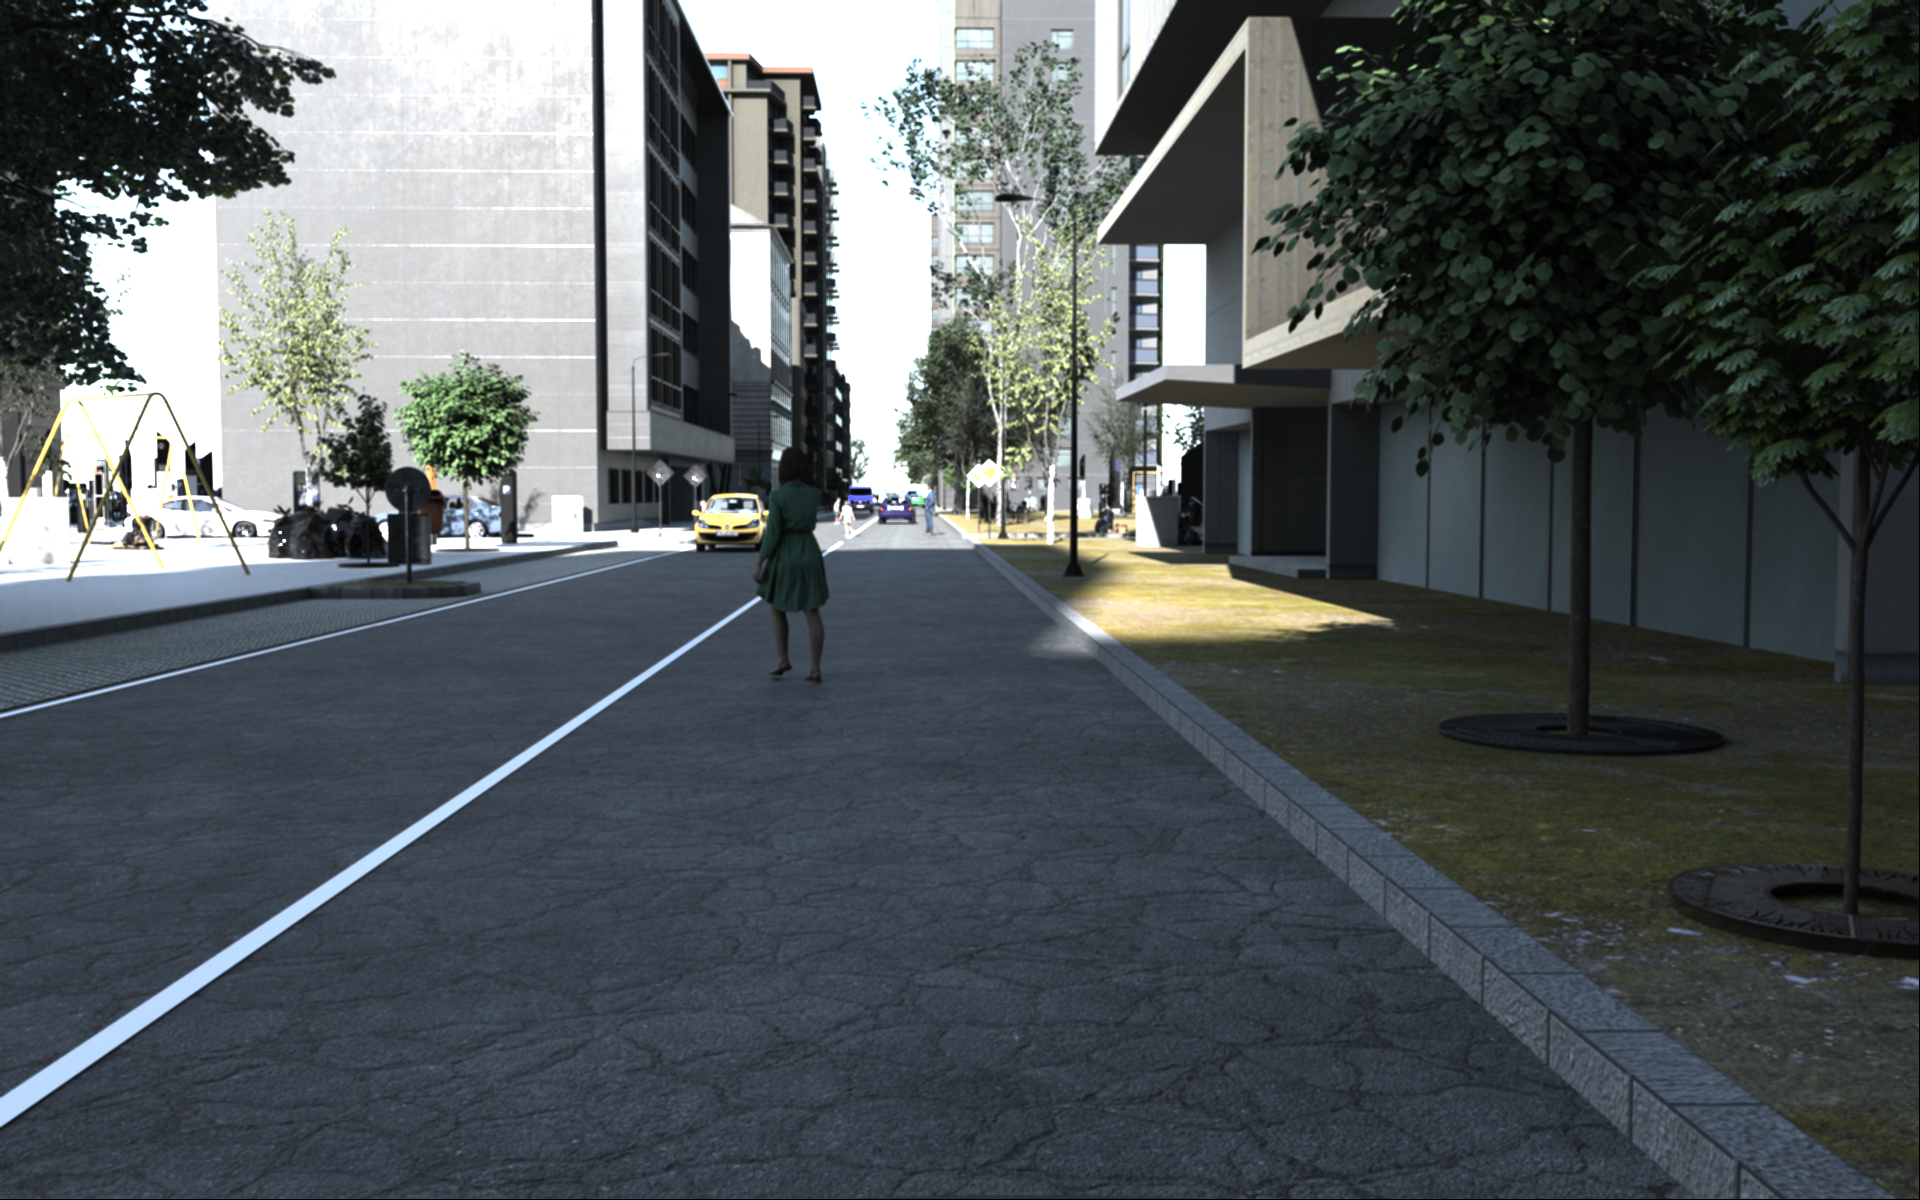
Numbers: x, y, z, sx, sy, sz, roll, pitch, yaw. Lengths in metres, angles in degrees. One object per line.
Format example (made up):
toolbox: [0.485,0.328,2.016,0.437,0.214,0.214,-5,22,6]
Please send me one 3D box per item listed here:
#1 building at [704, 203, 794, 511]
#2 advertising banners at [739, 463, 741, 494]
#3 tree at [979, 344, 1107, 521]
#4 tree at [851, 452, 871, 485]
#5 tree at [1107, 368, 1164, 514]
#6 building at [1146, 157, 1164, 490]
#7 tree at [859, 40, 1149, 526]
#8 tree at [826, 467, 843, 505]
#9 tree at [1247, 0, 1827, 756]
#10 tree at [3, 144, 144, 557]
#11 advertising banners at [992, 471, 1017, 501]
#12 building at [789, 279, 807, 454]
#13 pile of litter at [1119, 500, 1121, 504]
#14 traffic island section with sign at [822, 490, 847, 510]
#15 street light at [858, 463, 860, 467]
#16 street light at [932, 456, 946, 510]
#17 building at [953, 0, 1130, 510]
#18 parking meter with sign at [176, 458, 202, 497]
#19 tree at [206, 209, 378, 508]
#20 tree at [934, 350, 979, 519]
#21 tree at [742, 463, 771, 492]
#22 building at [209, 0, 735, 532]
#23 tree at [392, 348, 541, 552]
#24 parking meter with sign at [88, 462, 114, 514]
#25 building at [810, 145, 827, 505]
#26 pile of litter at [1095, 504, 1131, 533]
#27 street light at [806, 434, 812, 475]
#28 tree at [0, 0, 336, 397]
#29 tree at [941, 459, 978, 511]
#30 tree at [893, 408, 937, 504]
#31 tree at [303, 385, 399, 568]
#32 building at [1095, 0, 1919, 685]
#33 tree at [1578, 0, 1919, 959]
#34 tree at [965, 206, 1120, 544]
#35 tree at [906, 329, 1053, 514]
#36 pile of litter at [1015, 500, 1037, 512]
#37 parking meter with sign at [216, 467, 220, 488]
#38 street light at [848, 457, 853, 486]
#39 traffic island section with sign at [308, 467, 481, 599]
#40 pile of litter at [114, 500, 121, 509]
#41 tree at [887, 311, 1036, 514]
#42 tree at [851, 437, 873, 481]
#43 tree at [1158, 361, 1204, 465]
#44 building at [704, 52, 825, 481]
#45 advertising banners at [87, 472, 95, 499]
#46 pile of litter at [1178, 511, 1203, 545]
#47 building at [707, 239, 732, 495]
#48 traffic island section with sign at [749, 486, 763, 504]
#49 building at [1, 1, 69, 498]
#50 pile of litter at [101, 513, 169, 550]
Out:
building: [-17.021,-16.576,120.171,9.793,20.994,18.267,0,4,-2]
advertising banners: [-11.046,-5.544,86.826,0.090,3.025,2.074,0,4,-8]
tree: [3.975,-8.132,83.317,4.360,8.622,3.978,0,3,0]
tree: [-16.799,-20.160,279.978,4.737,8.622,4.395,0,3,0]
tree: [9.793,-9.272,101.959,4.360,8.622,3.978,0,3,0]
building: [8.733,-38.110,165.091,21.231,58.520,28.212,0,4,-2]
tree: [3.069,-13.132,70.599,12.611,20.169,13.585,0,3,0]
tree: [-15.573,-13.775,208.926,4.285,4.588,4.351,0,3,0]
tree: [3.230,-1.554,9.121,4.285,4.588,4.351,0,3,0]
tree: [-19.121,-5.171,34.914,4.360,8.622,3.978,0,3,0]
advertising banners: [3.382,-8.254,131.142,2.074,3.025,0.090,2,4,26]
building: [-27.695,-18.445,146.615,27.650,21.520,28.899,0,4,-2]
pile of litter: [11.868,-7.207,131.807,1.176,0.858,1.719,-2,4,-24]
traffic island section with sign: [-11.506,-9.086,157.188,1.989,1.847,2.006,0,4,-2]
street light: [-15.720,-17.697,261.886,1.470,5.913,1.316,0,4,-2]
street light: [-1.811,-10.287,140.733,1.470,5.913,1.316,0,4,-2]
building: [6.410,-28.151,143.859,14.154,41.232,14.086,0,4,-2]
parking meter with sign: [-36.880,-5.268,82.385,0.543,3.016,1.738,1,4,19]
tree: [-16.921,-5.765,44.613,4.737,8.622,4.395,0,3,0]
tree: [0.534,-8.485,89.085,4.360,8.622,3.978,0,3,0]
tree: [-13.039,-7.026,109.474,1.663,3.219,1.824,0,3,0]
building: [-18.069,-15.489,72.309,14.314,24.678,30.058,0,4,-2]
tree: [-11.142,-3.399,39.289,4.285,4.588,4.351,0,3,0]
parking meter with sign: [-46.737,-5.961,93.731,1.738,3.016,0.543,0,4,-7]
building: [-22.698,-31.419,197.292,14.154,41.232,14.086,0,4,-2]
pile of litter: [5.183,-2.696,58.047,1.719,0.858,1.176,-3,5,-43]
street light: [-12.288,-9.876,134.011,1.470,5.913,1.316,0,4,-2]
tree: [-10.219,-6.629,15.044,9.857,13.997,8.962,0,3,0]
tree: [0.121,-9.250,134.949,4.285,4.588,4.351,0,3,0]
tree: [-3.307,-19.012,217.504,9.857,13.997,8.962,0,3,0]
tree: [-10.470,-2.210,30.739,1.663,3.219,1.824,0,3,0]
building: [16.670,-26.594,24.057,28.713,52.752,27.495,0,4,-2]
tree: [2.679,-0.639,5.048,1.663,3.219,1.824,0,3,0]
tree: [2.293,-5.779,44.853,4.737,8.622,4.395,0,3,0]
tree: [1.201,-9.963,97.313,8.767,10.594,7.601,0,4,-1]
pile of litter: [4.801,-6.819,125.462,1.719,0.858,1.176,0,4,-6]
parking meter with sign: [-48.823,-7.079,111.999,1.738,3.016,0.543,-3,5,-40]
street light: [-14.476,-14.942,216.837,1.470,5.913,1.316,0,4,-2]
traffic island section with sign: [-7.904,-0.970,24.489,1.989,1.847,2.006,0,4,-2]
pile of litter: [-58.416,-6.464,119.656,1.176,0.858,1.719,0,4,-6]
tree: [-0.049,-11.742,108.988,9.611,12.733,9.660,0,3,0]
tree: [-18.316,-22.376,291.602,9.928,11.665,9.643,0,3,0]
tree: [13.098,-8.858,95.186,4.737,8.622,4.395,0,3,0]
building: [-25.234,-31.824,174.947,22.147,44.769,28.867,0,4,-2]
advertising banners: [-64.798,-8.092,128.498,2.074,3.025,0.090,-3,5,-44]
pile of litter: [5.747,-1.824,43.793,1.176,0.858,1.719,-2,4,-29]
building: [-21.334,-14.011,96.540,16.820,18.784,16.811,0,4,-2]
traffic island section with sign: [-9.425,-4.388,80.371,1.989,1.847,2.006,0,4,-2]
building: [-47.051,-16.825,62.482,23.554,28.519,14.401,0,4,-2]
pile of litter: [-19.143,-1.601,40.144,1.719,0.858,1.176,3,4,37]
